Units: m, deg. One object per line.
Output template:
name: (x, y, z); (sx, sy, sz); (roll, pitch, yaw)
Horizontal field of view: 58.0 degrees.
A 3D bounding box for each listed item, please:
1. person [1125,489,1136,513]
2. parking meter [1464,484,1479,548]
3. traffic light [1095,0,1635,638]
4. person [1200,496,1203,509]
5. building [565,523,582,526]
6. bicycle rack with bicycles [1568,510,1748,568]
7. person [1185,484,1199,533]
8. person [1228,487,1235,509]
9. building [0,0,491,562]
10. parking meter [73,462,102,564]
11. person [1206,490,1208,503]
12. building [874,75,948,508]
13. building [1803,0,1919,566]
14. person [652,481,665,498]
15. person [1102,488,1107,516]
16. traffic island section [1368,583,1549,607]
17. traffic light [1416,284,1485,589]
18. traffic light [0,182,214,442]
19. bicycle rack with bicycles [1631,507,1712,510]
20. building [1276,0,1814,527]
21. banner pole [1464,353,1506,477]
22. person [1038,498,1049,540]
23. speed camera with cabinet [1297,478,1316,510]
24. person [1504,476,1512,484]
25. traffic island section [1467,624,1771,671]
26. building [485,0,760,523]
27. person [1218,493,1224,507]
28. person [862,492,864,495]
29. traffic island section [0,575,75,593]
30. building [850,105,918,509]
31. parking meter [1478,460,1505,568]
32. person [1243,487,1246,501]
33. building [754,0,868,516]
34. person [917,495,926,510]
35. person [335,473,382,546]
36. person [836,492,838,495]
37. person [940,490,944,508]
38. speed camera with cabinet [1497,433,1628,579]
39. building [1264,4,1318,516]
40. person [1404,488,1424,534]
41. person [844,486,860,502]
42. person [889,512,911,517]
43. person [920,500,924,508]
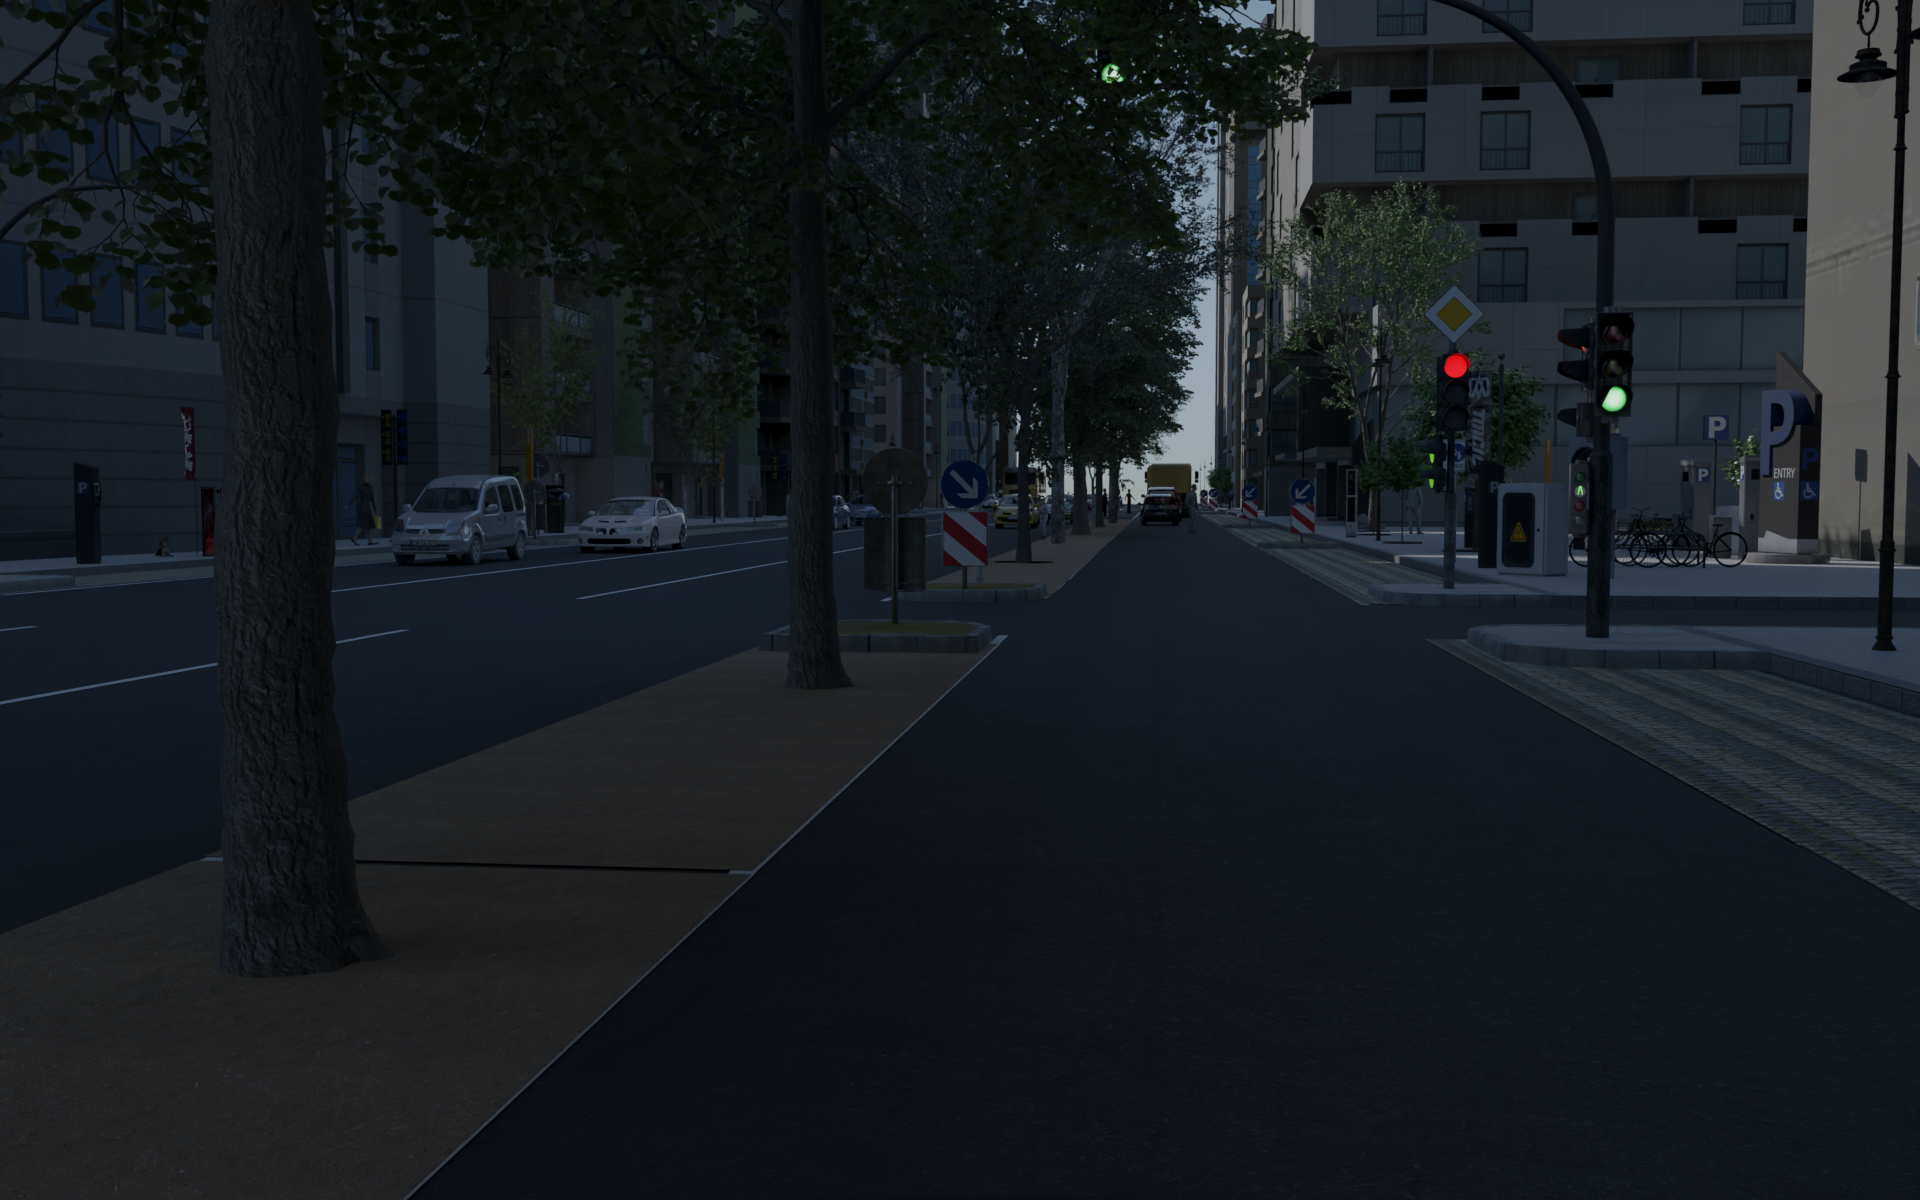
person: (12.594, -7.354, 128.673); (0.705, 1.831, 1.348); (-2, 4, -30)
parking meter: (12.183, -2.003, 41.159); (0.372, 1.533, 0.369); (0, 3, 0)
traffic light: (3.602, -2.499, 15.535); (4.771, 5.953, 1.251); (0, 4, 7)
person: (21.214, -8.536, 151.280); (0.599, 1.433, 0.991); (1, 4, 21)
building: (-21.453, -23.610, 69.623); (14.154, 41.232, 14.086); (0, 4, 7)
bicycle rack with bicycles: (12.415, -1.065, 30.796); (2.925, 0.926, 2.852); (1, 4, 21)
person: (8.672, -3.426, 64.617); (0.391, 1.810, 0.635); (2, 4, 31)
person: (22.673, -8.516, 145.152); (0.599, 1.838, 0.709); (-3, 5, -45)
building: (-26.871, -30.485, 40.432); (21.231, 58.520, 28.212); (0, 4, 7)
parking meter: (-15.981, -1.592, 31.749); (0.399, 1.863, 0.255); (0, 4, 4)
person: (35.777, -14.973, 250.858); (0.705, 1.824, 1.348); (0, 4, 0)
building: (-8.939, -29.230, 161.504); (14.154, 41.232, 14.086); (0, 4, 7)
building: (27.759, -24.841, 29.859); (21.600, 48.544, 21.300); (0, 4, 7)
person: (-12.903, -4.168, 74.164); (0.580, 1.828, 0.573); (0, 4, -1)
person: (9.215, -6.234, 110.557); (0.705, 1.807, 1.348); (1, 4, 12)
traffic island section: (6.647, -0.073, 23.478); (2.009, 0.180, 2.903); (0, 4, 7)
traffic light: (6.609, -2.107, 23.368); (0.839, 4.253, 0.868); (0, 4, 7)
traffic light: (-12.625, -3.115, 25.606); (4.771, 5.953, 1.251); (0, 4, 7)
bicycle rack with bicycles: (19.052, -2.007, 46.189); (2.925, 0.926, 2.852); (-3, 4, -37)
building: (28.798, -29.924, 78.497); (28.713, 52.752, 27.495); (0, 4, 7)
banner pole: (9.401, -2.501, 30.906); (0.863, 3.779, 0.401); (2, 4, 32)
person: (2.592, -2.533, 54.190); (0.425, 1.301, 0.394); (2, 4, 31)
speed camera with cabinet: (19.792, -6.285, 97.090); (2.038, 3.252, 0.660); (-2, 4, -35)
person: (16.219, -2.772, 51.340); (0.573, 1.828, 0.580); (0, 4, 7)
traffic island section: (5.729, 0.412, 15.545); (2.009, 0.180, 2.903); (0, 4, 7)
building: (-19.133, -24.951, 91.546); (14.154, 41.232, 14.086); (0, 4, 7)
person: (25.678, -9.876, 170.751); (0.697, 1.427, 0.421); (-1, 4, -13)
person: (-6.264, -6.624, 114.800); (0.683, 1.767, 0.568); (-2, 4, -33)
traffic island section: (-14.751, -0.224, 25.950); (2.009, 0.180, 2.903); (0, 4, 7)
building: (-20.243, -27.625, 143.547); (32.217, 40.220, 23.993); (0, 4, 7)
parking meter: (9.213, -1.486, 30.004); (0.399, 1.863, 0.255); (0, 4, -6)
person: (21.843, -7.771, 133.113); (0.705, 1.823, 1.348); (1, 4, 13)
building: (-18.367, -28.210, 115.860); (22.147, 44.769, 28.867); (0, 4, 7)
person: (-3.169, -8.225, 141.461); (0.756, 1.711, 0.436); (2, 4, 33)
person: (-15.197, -2.257, 43.158); (1.509, 1.804, 0.699); (-2, 4, -27)
person: (-7.696, -6.039, 108.038); (1.065, 1.426, 0.557); (0, 4, 7)
person: (-1.679, -9.271, 158.537); (0.530, 1.710, 0.541); (1, 4, 12)
speed camera with cabinet: (9.307, -1.988, 26.841); (0.660, 3.252, 2.038); (-2, 4, -31)
building: (25.666, -20.420, 105.575); (14.160, 30.474, 14.107); (0, 4, 7)
person: (14.503, -3.010, 55.362); (0.635, 1.810, 0.391); (2, 4, 26)
person: (-6.920, -6.534, 112.872); (1.348, 1.824, 0.705); (2, 4, 29)
person: (-1.200, -1.601, 35.430); (0.466, 1.731, 0.760); (-1, 4, -20)
person: (-3.269, -8.611, 147.496); (0.551, 1.740, 0.621); (0, 4, 0)
